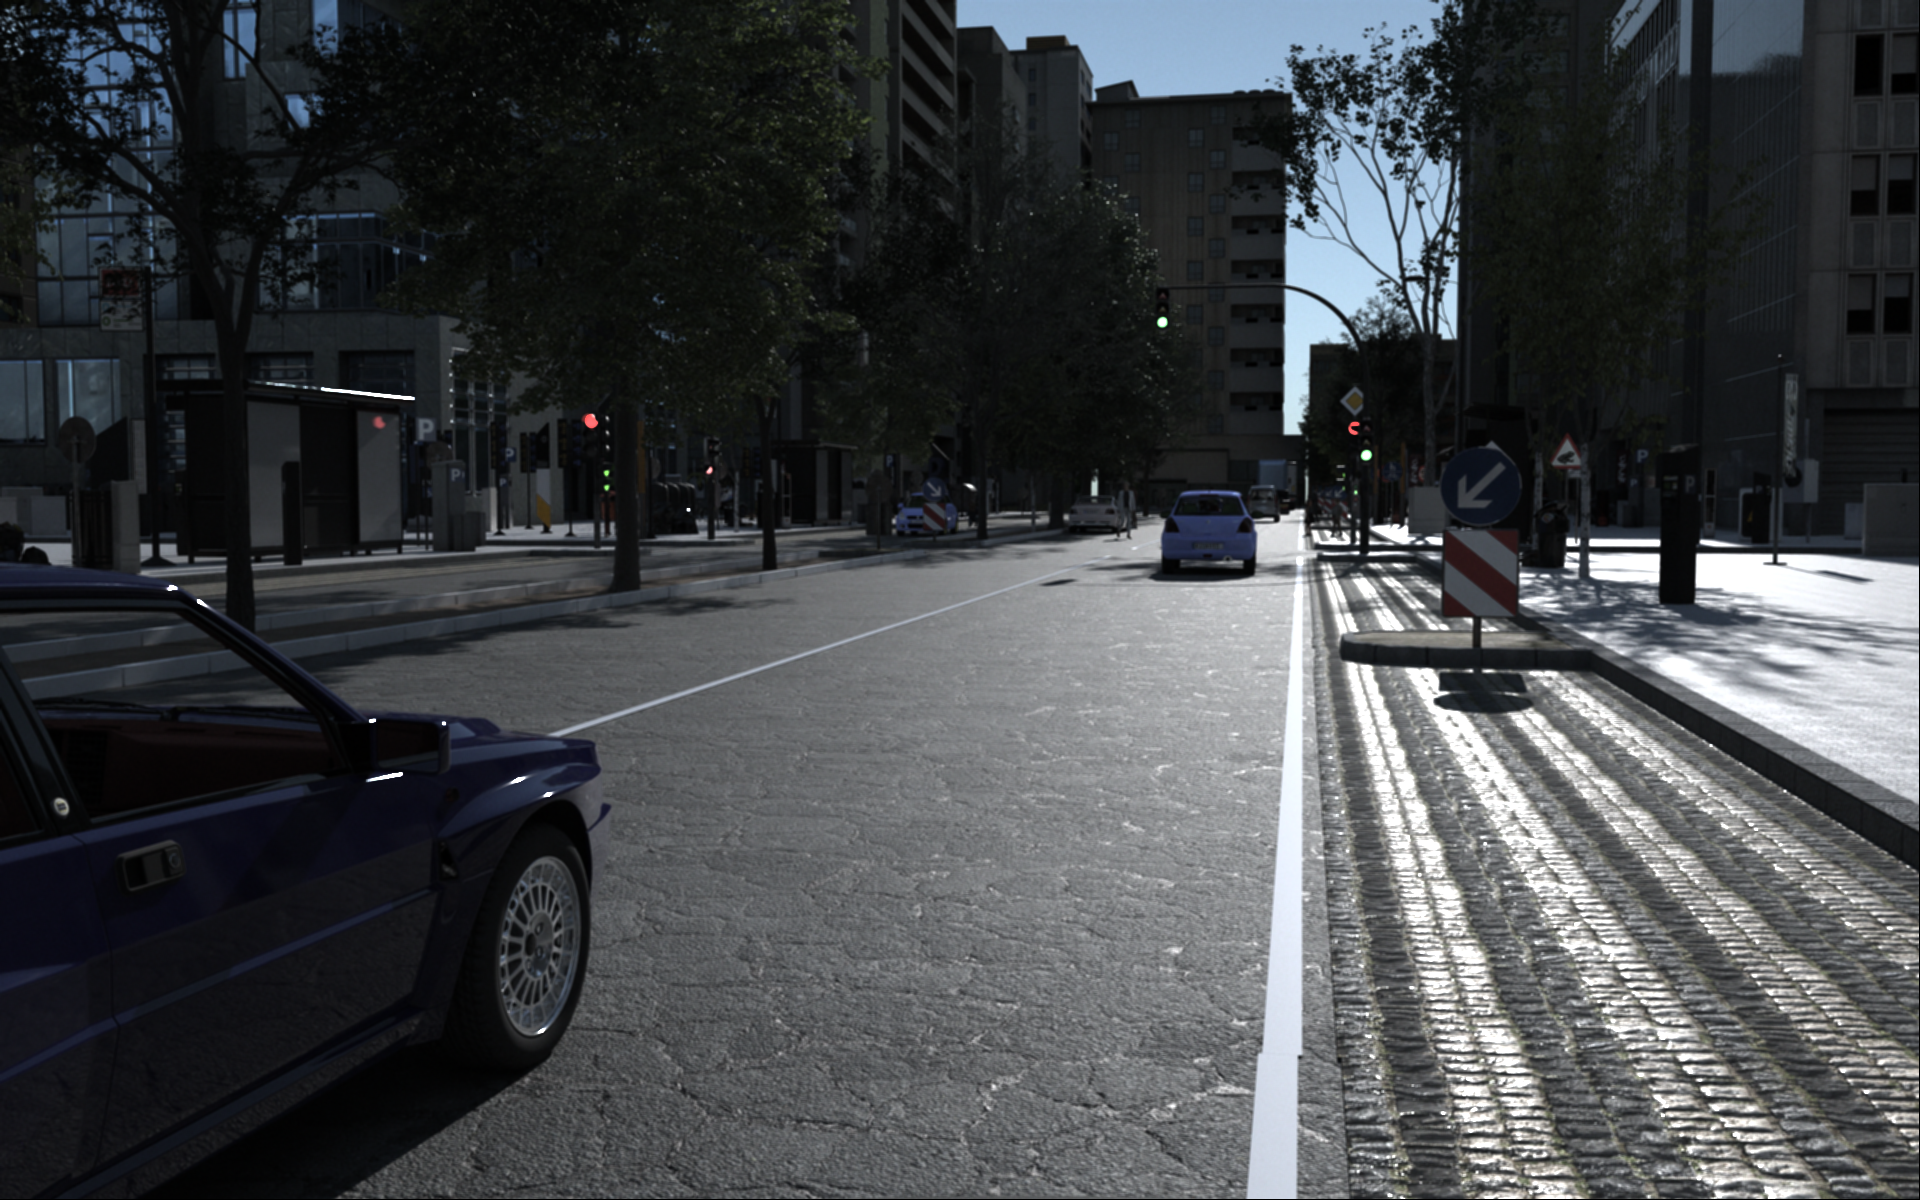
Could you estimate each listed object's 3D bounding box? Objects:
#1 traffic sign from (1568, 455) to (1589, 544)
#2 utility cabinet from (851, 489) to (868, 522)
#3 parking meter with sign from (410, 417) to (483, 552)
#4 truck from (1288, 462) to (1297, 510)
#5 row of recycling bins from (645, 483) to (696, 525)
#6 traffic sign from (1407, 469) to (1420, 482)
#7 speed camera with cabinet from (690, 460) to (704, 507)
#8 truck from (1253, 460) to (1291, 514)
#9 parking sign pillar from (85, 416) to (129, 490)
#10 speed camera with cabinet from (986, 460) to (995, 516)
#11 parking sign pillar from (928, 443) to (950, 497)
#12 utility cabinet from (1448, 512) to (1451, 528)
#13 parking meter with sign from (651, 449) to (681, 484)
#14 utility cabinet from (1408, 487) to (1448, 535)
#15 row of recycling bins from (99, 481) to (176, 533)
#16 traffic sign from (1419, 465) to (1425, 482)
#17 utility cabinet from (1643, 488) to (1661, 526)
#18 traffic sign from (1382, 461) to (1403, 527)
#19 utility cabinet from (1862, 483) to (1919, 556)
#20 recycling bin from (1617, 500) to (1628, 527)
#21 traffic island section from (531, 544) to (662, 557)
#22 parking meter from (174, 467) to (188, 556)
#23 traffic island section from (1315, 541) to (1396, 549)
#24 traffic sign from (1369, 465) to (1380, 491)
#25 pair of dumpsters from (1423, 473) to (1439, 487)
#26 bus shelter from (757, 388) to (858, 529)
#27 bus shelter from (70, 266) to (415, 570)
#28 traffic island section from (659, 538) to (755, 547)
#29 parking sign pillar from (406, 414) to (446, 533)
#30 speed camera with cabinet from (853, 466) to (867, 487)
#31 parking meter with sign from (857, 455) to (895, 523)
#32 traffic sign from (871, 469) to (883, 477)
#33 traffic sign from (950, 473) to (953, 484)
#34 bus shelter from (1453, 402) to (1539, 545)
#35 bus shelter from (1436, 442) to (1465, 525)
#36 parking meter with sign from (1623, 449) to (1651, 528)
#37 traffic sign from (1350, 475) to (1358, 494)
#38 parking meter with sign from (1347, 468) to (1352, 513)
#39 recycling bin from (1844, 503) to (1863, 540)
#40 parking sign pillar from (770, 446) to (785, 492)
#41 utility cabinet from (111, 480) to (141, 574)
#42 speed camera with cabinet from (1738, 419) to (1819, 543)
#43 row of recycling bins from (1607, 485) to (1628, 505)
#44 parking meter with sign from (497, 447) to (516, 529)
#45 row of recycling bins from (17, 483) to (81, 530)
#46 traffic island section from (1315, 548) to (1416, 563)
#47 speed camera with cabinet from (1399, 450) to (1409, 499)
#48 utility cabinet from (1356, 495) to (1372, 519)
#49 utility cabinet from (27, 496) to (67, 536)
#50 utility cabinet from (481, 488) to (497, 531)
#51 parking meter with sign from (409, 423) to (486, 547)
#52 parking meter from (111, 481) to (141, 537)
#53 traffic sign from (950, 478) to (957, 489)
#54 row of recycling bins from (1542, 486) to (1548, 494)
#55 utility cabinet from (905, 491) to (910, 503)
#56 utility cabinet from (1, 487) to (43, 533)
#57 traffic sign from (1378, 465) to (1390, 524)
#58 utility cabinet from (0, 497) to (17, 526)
[{"bbox_3d":[15.918,-2.602,44.681,0.606,2.300,0.079,1,4,12],"label":"traffic sign"},{"bbox_3d":[-4.724,-4.353,79.857,1.173,1.500,0.318,-1,4,-9],"label":"utility cabinet"},{"bbox_3d":[-11.555,-2.613,38.988,1.738,3.016,0.543,3,5,40],"label":"parking meter with sign"},{"bbox_3d":[29.558,-10.419,159.267,2.839,4.237,11.283,1,4,10],"label":"truck"},{"bbox_3d":[-10.664,-3.488,64.140,1.069,1.692,3.534,1,4,12],"label":"row of recycling bins"},{"bbox_3d":[20.746,-4.831,79.088,0.768,2.556,0.104,1,4,11],"label":"traffic sign"},{"bbox_3d":[-15.642,-6.466,100.054,0.660,3.252,2.038,2,4,31],"label":"speed camera with cabinet"},{"bbox_3d":[23.500,-8.600,130.367,2.967,4.110,18.799,1,4,10],"label":"truck"},{"bbox_3d":[-29.450,-4.363,59.809,1.447,3.967,1.447,3,5,40],"label":"parking sign pillar"},{"bbox_3d":[1.581,-6.518,100.904,0.660,3.252,2.038,1,4,11],"label":"speed camera with cabinet"},{"bbox_3d":[-1.124,-6.317,91.749,1.447,3.967,1.447,-3,5,-41],"label":"parking sign pillar"},{"bbox_3d":[17.827,-3.446,65.025,1.173,1.500,0.318,2,4,31],"label":"utility cabinet"},{"bbox_3d":[-11.201,-4.350,67.381,1.738,3.016,0.543,0,4,-5],"label":"parking meter with sign"},{"bbox_3d":[14.578,-2.781,54.147,1.173,1.500,0.318,-1,4,-21],"label":"utility cabinet"},{"bbox_3d":[-26.908,-3.039,56.808,1.069,1.692,3.534,1,4,11],"label":"row of recycling bins"},{"bbox_3d":[20.336,-4.624,75.702,0.768,2.556,0.104,1,4,17],"label":"traffic sign"},{"bbox_3d":[27.457,-3.660,68.522,0.318,1.500,1.173,-2,4,-26],"label":"utility cabinet"},{"bbox_3d":[16.839,-4.120,67.463,0.768,2.556,0.104,1,4,19],"label":"traffic sign"},{"bbox_3d":[19.144,-1.635,35.419,1.173,1.500,0.318,1,4,16],"label":"utility cabinet"},{"bbox_3d":[26.424,-3.429,68.625,0.722,1.027,0.722,1,4,21],"label":"recycling bin"},{"bbox_3d":[-8.538,-1.127,40.713,2.009,0.180,2.903,1,4,11],"label":"traffic island section"},{"bbox_3d":[-16.162,-1.863,36.172,0.255,1.863,0.399,2,4,25],"label":"parking meter"},{"bbox_3d":[10.268,-1.398,45.143,2.009,0.180,2.903,1,4,11],"label":"traffic island section"},{"bbox_3d":[18.462,-4.671,76.475,0.768,2.556,0.104,1,4,20],"label":"traffic sign"},{"bbox_3d":[22.388,-4.777,80.598,1.574,2.255,4.437,1,4,11],"label":"pair of dumpsters"},{"bbox_3d":[-6.138,-5.538,68.174,2.179,5.291,8.768,1,4,11],"label":"bus shelter"},{"bbox_3d":[-13.605,-3.391,33.081,2.179,5.291,8.768,1,4,11],"label":"bus shelter"},{"bbox_3d":[-6.990,-1.606,48.547,2.009,0.180,2.903,1,4,11],"label":"traffic island section"},{"bbox_3d":[-17.913,-4.267,58.235,1.447,3.967,1.447,-1,4,-21],"label":"parking sign pillar"},{"bbox_3d":[-6.077,-6.061,93.434,2.038,3.252,0.660,0,4,2],"label":"speed camera with cabinet"},{"bbox_3d":[-3.718,-4.897,76.332,1.738,3.016,0.543,-3,5,-40],"label":"parking meter with sign"},{"bbox_3d":[-4.213,-5.423,88.771,0.768,2.556,0.104,1,4,15],"label":"traffic sign"},{"bbox_3d":[-0.768,-6.073,99.399,0.768,2.556,0.104,1,4,21],"label":"traffic sign"},{"bbox_3d":[14.493,-3.409,47.026,1.731,3.624,6.357,1,4,11],"label":"bus shelter"},{"bbox_3d":[19.975,-4.565,68.558,2.014,3.302,5.546,1,4,11],"label":"bus shelter"},{"bbox_3d":[25.903,-4.290,66.401,0.543,3.016,1.738,3,4,38],"label":"parking meter with sign"},{"bbox_3d":[25.667,-6.931,113.429,0.768,2.556,0.104,1,4,20],"label":"traffic sign"},{"bbox_3d":[26.448,-7.343,116.321,0.543,3.016,1.738,-1,4,-15],"label":"parking meter with sign"},{"bbox_3d":[25.363,-2.219,48.839,0.722,1.027,0.722,2,4,28],"label":"recycling bin"},{"bbox_3d":[-10.104,-6.689,97.838,1.447,3.967,1.447,-3,5,-45],"label":"parking sign pillar"},{"bbox_3d":[-13.413,-1.170,27.815,0.318,1.500,1.173,-2,4,-31],"label":"utility cabinet"},{"bbox_3d":[21.774,-3.166,46.098,0.660,3.252,2.038,-2,4,-25],"label":"speed camera with cabinet"},{"bbox_3d":[29.106,-4.253,76.653,1.069,1.692,3.534,1,4,19],"label":"row of recycling bins"},{"bbox_3d":[-16.828,-4.139,63.941,0.543,3.016,1.738,0,4,-2],"label":"parking meter with sign"},{"bbox_3d":[-33.154,-3.420,63.027,3.534,1.692,1.069,2,4,33],"label":"row of recycling bins"},{"bbox_3d":[8.719,-0.919,37.309,2.009,0.180,2.903,1,4,11],"label":"traffic island section"},{"bbox_3d":[20.452,-5.035,76.657,0.660,3.252,2.038,-3,5,-44],"label":"speed camera with cabinet"},{"bbox_3d":[20.825,-4.788,89.451,0.306,1.237,1.020,-2,4,-24],"label":"utility cabinet"},{"bbox_3d":[-28.143,-2.583,53.388,0.306,1.237,1.020,3,5,45],"label":"utility cabinet"},{"bbox_3d":[-16.127,-3.096,59.297,0.318,1.500,1.173,0,4,-5],"label":"utility cabinet"},{"bbox_3d":[-12.462,-2.813,42.252,1.738,3.016,0.543,1,4,9],"label":"parking meter with sign"},{"bbox_3d":[-15.670,-1.470,32.439,0.372,1.533,0.369,0,3,0],"label":"parking meter"},{"bbox_3d":[-0.587,-6.553,107.152,0.884,2.594,0.081,1,4,18],"label":"traffic sign"},{"bbox_3d":[25.936,-4.560,81.671,3.534,1.692,1.069,2,4,33],"label":"row of recycling bins"},{"bbox_3d":[-3.468,-6.551,115.793,0.318,1.500,1.173,0,4,-8],"label":"utility cabinet"},{"bbox_3d":[-30.502,-2.916,56.355,1.173,1.500,0.318,-1,4,-17],"label":"utility cabinet"},{"bbox_3d":[18.228,-4.519,73.992,0.768,2.556,0.104,1,4,15],"label":"traffic sign"},{"bbox_3d":[-19.724,-1.468,35.158,0.306,1.237,1.020,2,4,35],"label":"utility cabinet"}]
